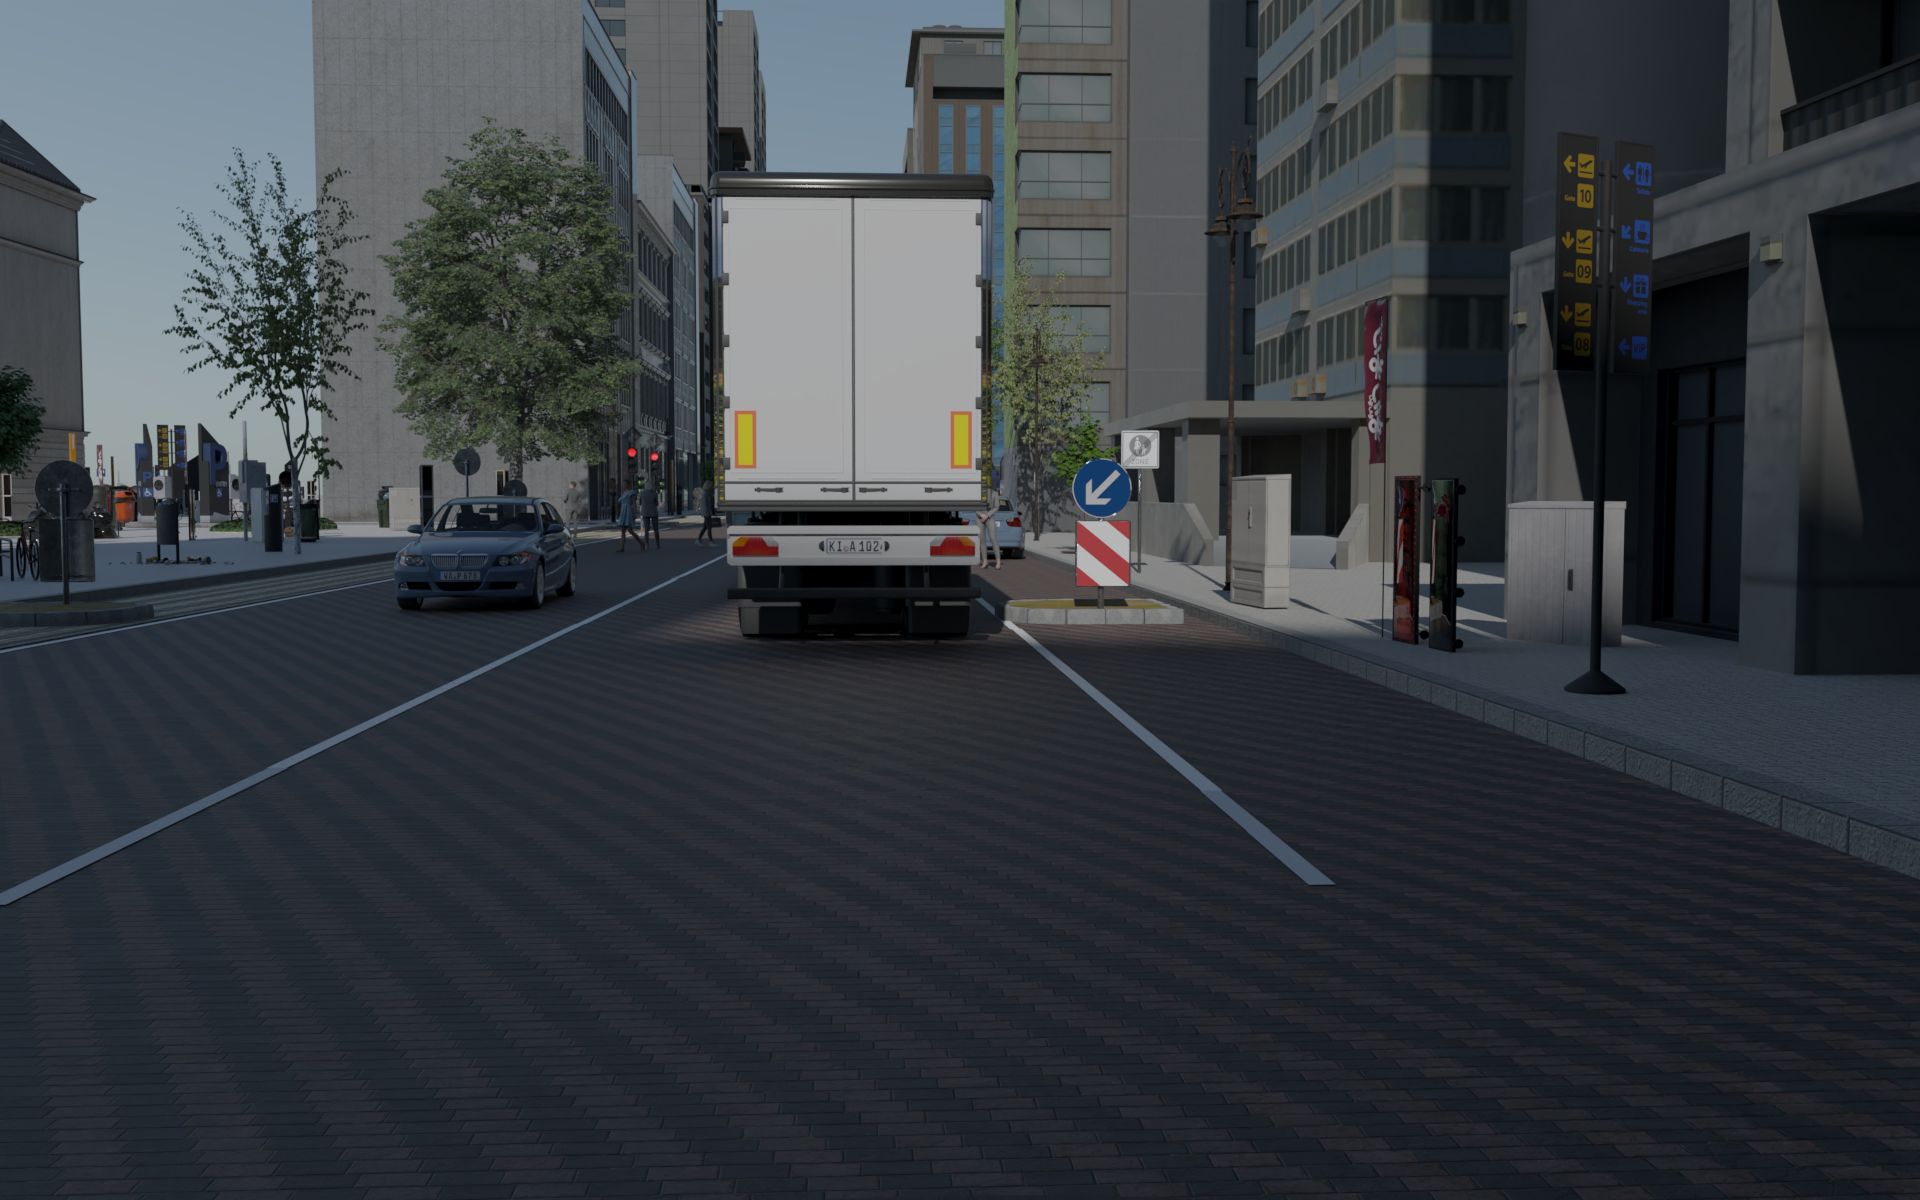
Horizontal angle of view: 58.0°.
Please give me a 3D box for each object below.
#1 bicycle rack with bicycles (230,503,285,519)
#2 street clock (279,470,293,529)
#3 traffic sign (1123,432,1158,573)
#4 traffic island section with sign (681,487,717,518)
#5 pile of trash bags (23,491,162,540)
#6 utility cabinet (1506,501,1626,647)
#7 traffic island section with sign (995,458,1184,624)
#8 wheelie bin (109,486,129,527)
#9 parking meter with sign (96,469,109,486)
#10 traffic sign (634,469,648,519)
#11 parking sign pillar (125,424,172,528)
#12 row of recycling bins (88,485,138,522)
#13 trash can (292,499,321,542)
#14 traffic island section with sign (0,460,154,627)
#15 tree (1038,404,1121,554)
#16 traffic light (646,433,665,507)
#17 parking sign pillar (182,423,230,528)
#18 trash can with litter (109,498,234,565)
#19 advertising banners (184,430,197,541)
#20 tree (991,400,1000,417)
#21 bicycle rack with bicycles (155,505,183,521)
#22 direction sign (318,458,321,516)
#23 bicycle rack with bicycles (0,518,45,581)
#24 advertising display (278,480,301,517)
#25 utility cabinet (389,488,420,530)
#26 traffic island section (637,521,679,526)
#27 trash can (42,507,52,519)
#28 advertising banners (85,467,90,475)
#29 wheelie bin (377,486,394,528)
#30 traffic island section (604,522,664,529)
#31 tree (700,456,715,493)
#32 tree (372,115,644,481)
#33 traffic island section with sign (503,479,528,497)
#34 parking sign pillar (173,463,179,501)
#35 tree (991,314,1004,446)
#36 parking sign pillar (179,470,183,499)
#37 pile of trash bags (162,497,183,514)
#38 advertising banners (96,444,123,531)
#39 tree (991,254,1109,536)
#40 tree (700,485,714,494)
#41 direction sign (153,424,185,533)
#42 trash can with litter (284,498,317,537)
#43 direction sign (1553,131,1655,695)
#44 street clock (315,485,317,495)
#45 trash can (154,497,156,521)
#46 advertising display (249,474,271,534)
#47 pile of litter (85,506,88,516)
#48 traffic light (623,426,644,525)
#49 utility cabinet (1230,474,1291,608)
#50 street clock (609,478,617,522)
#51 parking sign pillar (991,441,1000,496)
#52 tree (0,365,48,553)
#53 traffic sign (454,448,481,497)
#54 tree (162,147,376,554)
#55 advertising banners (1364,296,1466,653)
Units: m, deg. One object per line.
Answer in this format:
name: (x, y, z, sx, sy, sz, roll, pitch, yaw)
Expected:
bicycle rack with bicycles: (-28.238, -3.428, 69.425, 2.925, 0.926, 2.852, 0, 4, 8)
street clock: (-20.627, -2.971, 53.152, 0.471, 2.002, 0.358, -1, 4, -11)
traffic sign: (2.908, -1.585, 28.046, 0.606, 2.300, 0.079, 0, 4, -2)
traffic island section with sign: (-15.353, -5.707, 101.938, 1.989, 1.847, 2.006, 0, 4, -3)
pile of trash bags: (-25.111, -2.453, 49.851, 1.912, 1.369, 3.447, 1, 4, 17)
utility cabinet: (5.205, -0.231, 14.941, 0.306, 1.237, 1.020, -2, 4, -31)
traffic island section with sign: (1.428, -0.697, 20.020, 1.989, 1.847, 2.006, 0, 4, -3)
wheelie bin: (-32.602, -3.625, 67.182, 0.980, 1.594, 0.693, -1, 4, -18)
parking meter with sign: (-59.493, -7.597, 120.469, 0.543, 3.016, 1.738, -1, 4, -12)
traffic sign: (-16.163, -5.353, 87.628, 0.768, 2.556, 0.104, 0, 4, -2)
parking sign pillar: (-30.967, -4.729, 65.787, 1.447, 3.967, 1.447, -2, 4, -33)
row of recycling bins: (-38.411, -4.393, 78.933, 1.069, 1.692, 3.534, 1, 4, 11)
trash can: (-17.378, -2.107, 46.095, 0.748, 1.137, 0.748, 0, 3, 0)
traffic island section with sign: (-10.287, -0.663, 19.472, 1.989, 1.847, 2.006, 0, 4, -3)
tree: (2.766, -2.609, 37.261, 1.663, 3.219, 1.824, 0, 3, 0)
traffic light: (-13.911, -5.521, 79.189, 0.839, 4.253, 0.868, 0, 4, -3)
parking sign pillar: (-28.605, -4.768, 66.425, 1.447, 3.967, 1.447, 1, 4, 11)
trash can with litter: (-14.369, -1.269, 31.810, 2.233, 1.210, 1.678, 2, 4, 26)
advertising banners: (-21.307, -3.163, 47.904, 0.090, 3.025, 2.074, -1, 4, -18)
tree: (-1.971, -12.241, 117.148, 9.611, 12.733, 9.660, 0, 3, 0)
bicycle rack with bicycles: (-39.181, -4.269, 83.184, 2.925, 0.926, 2.852, 3, 4, 36)
direction sign: (-30.958, -5.606, 83.657, 0.379, 3.537, 0.876, -1, 4, -20)
bicycle rack with bicycles: (-15.165, -0.769, 25.949, 2.852, 0.926, 2.925, -2, 4, -32)
advertising display: (-30.634, -4.523, 79.168, 0.974, 1.923, 0.123, 0, 4, -4)
utility cabinet: (-19.336, -3.177, 60.621, 1.173, 1.500, 0.318, -2, 4, -35)
traffic island section: (-13.952, -3.489, 79.321, 2.009, 0.180, 2.903, 0, 4, -3)
trash can: (-40.998, -4.060, 78.033, 0.748, 1.137, 0.748, 0, 3, 0)
advertising banners: (-55.594, -7.077, 111.900, 2.074, 3.025, 0.090, -1, 4, -17)
wheelie bin: (-21.743, -3.543, 65.841, 0.980, 1.594, 0.693, 2, 4, 33)
traffic island section: (-13.462, -3.001, 71.351, 2.009, 0.180, 2.903, 0, 4, -3)
tree: (-20.502, -9.824, 144.330, 4.285, 4.588, 4.351, 0, 3, 0)
tree: (-15.471, -9.397, 60.295, 9.857, 13.997, 8.962, 0, 3, 0)
traffic island section with sign: (-11.943, -2.309, 46.378, 1.989, 1.847, 2.006, 0, 4, -3)
parking sign pillar: (-54.127, -8.020, 119.592, 1.447, 3.967, 1.447, 2, 4, 27)
tree: (-0.135, -10.182, 92.236, 9.928, 11.665, 9.643, 0, 3, 0)
parking sign pillar: (-45.885, -7.072, 104.094, 1.447, 3.967, 1.447, -1, 4, -18)
pile of trash bags: (-51.296, -6.192, 110.996, 3.447, 1.369, 1.912, 1, 4, 12)
advertising banners: (-29.839, -3.948, 60.736, 2.074, 3.025, 0.090, 3, 5, 44)
tree: (2.406, -6.276, 52.972, 4.737, 8.622, 4.395, 0, 3, 0)
tree: (-21.281, -9.424, 148.688, 1.663, 3.219, 1.824, 0, 3, 0)
direction sign: (-25.761, -3.955, 56.658, 0.876, 3.537, 0.379, -3, 5, -39)
trash can with litter: (-19.649, -2.457, 51.554, 1.055, 1.170, 0.624, -1, 4, -16)
direction sign: (4.122, -1.171, 11.137, 0.876, 3.537, 0.379, -2, 4, -30)
street clock: (-53.315, -8.471, 143.067, 0.358, 2.002, 0.471, 0, 4, 6)
trash can: (-36.772, -4.080, 78.368, 0.748, 1.137, 0.748, 0, 3, 0)
advertising display: (-22.283, -3.053, 55.130, 0.974, 1.923, 0.123, 2, 4, 31)
pile of litter: (-41.743, -4.259, 83.596, 1.176, 0.858, 1.719, 1, 4, 20)
traffic light: (-13.422, -5.034, 71.219, 0.839, 4.253, 0.868, 0, 4, -3)
utility cabinet: (3.412, -0.678, 19.767, 0.318, 1.500, 1.173, -1, 4, -10)
street clock: (-15.666, -4.505, 78.222, 0.358, 2.002, 0.471, -1, 4, -17)
parking sign pillar: (1.399, -6.003, 86.618, 1.447, 3.967, 1.447, 0, 4, 1)
tree: (-21.588, -3.303, 37.712, 4.285, 4.588, 4.351, 0, 3, 0)
traffic sign: (-13.744, -2.949, 48.319, 0.768, 2.556, 0.104, 0, 4, 3)
tree: (-14.313, -5.282, 36.730, 4.737, 8.622, 4.395, 0, 3, 0)
advertising banners: (3.849, -1.141, 14.842, 0.090, 3.025, 2.074, -1, 4, -8)
